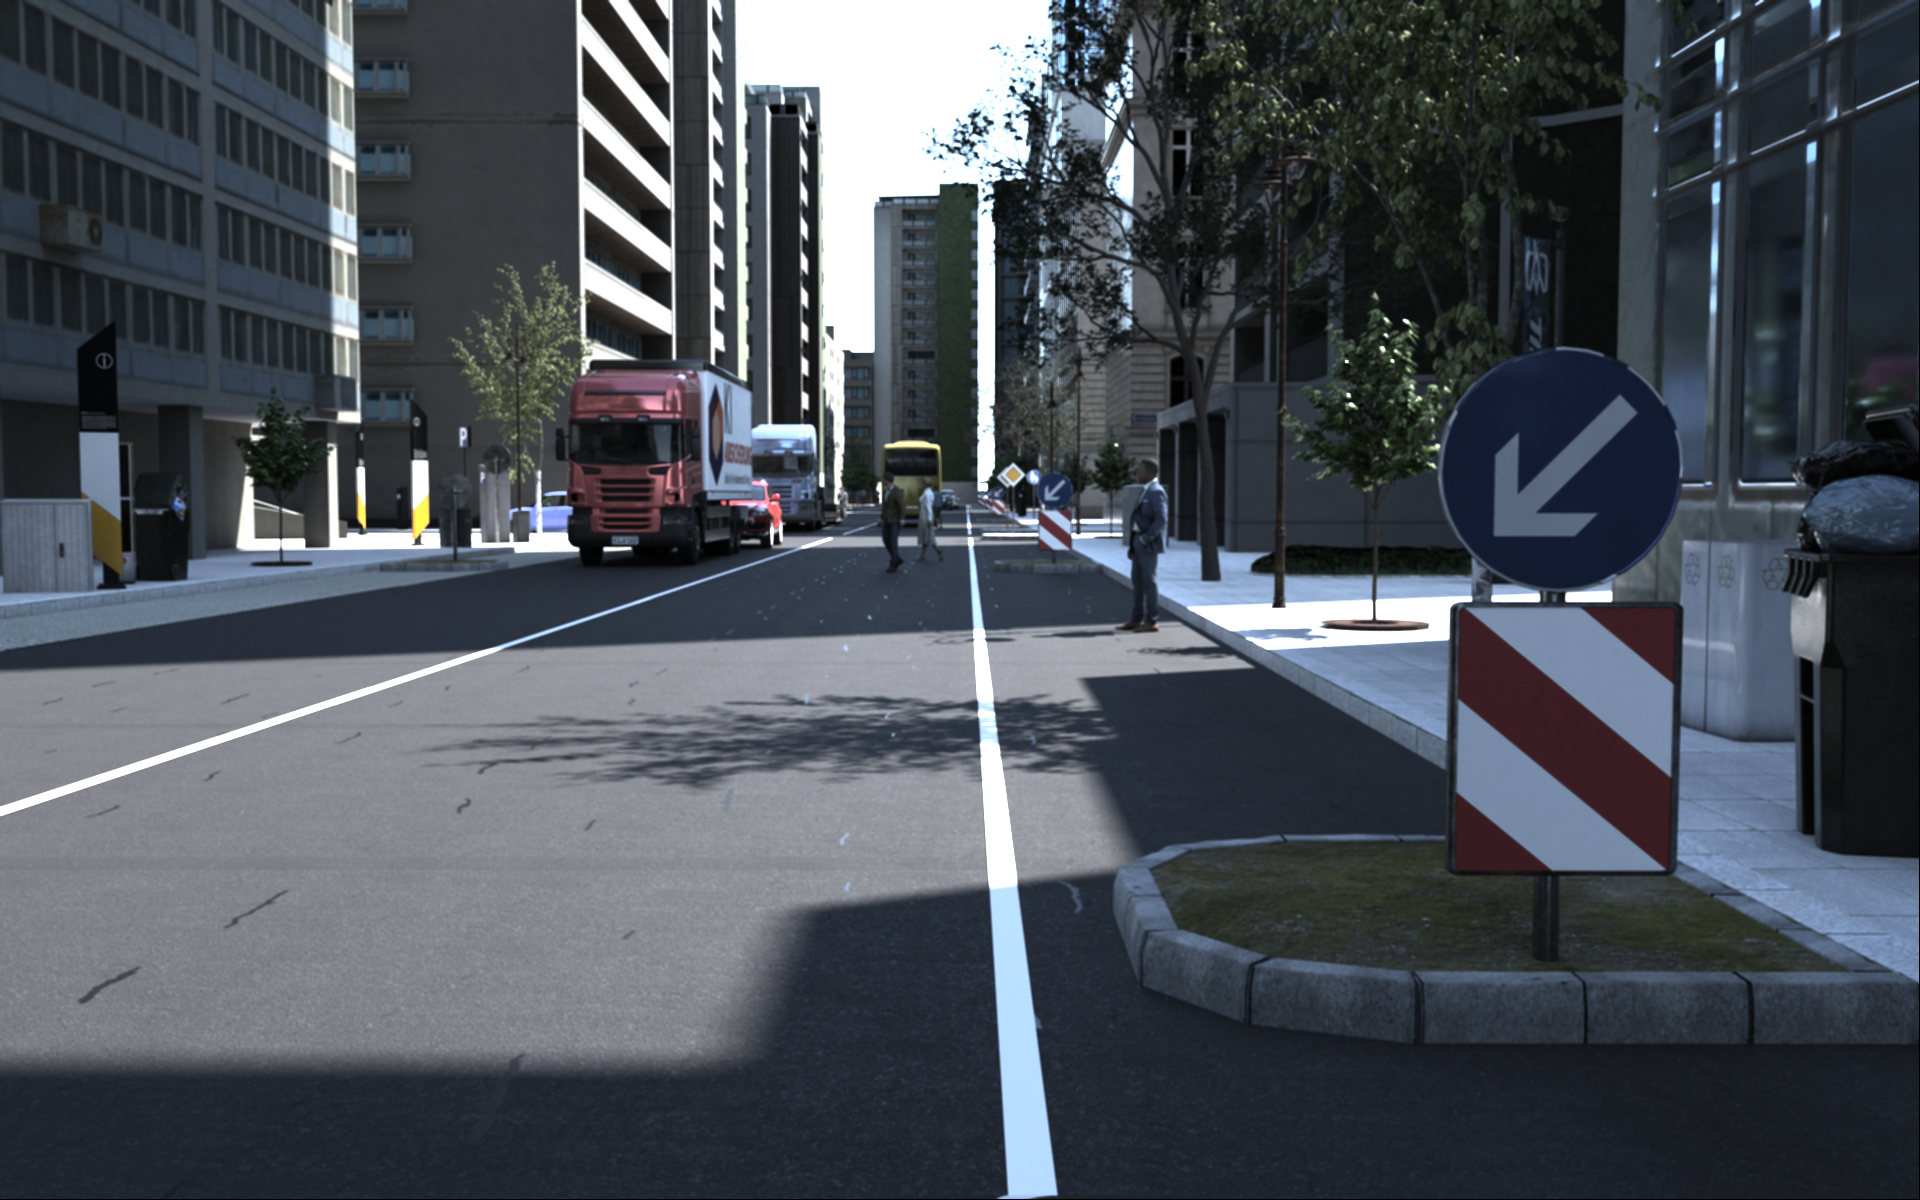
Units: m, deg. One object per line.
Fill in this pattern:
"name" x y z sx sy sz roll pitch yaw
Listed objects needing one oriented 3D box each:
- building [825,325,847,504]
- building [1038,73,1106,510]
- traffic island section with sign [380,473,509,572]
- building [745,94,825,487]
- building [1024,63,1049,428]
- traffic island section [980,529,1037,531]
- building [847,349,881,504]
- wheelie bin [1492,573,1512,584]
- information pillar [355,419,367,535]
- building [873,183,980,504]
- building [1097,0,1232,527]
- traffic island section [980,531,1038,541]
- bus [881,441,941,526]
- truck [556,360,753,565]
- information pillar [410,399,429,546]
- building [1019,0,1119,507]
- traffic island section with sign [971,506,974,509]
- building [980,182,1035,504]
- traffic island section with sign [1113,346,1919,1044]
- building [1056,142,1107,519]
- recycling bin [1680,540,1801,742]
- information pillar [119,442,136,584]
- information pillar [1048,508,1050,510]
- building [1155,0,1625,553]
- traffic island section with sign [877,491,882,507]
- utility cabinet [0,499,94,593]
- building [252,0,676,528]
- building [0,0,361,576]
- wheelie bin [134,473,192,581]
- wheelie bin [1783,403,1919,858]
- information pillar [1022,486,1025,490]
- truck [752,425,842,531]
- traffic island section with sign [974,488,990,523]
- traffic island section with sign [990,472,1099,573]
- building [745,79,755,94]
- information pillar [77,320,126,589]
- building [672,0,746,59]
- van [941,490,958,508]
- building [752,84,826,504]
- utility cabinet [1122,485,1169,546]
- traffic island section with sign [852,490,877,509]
"building" -28.760 -21.652 199.046 28.899 21.520 27.650 0 4 0
"building" 11.658 -21.094 122.376 11.434 29.767 29.804 0 4 0
"traffic island section with sign" -9.639 -1.471 32.672 1.989 1.847 2.006 0 4 0
"building" -17.675 -21.835 128.711 14.160 30.474 14.107 0 4 0
"building" 18.681 -35.239 195.773 23.786 49.044 30.456 0 4 0
"traffic island section" 1.725 -2.460 62.509 2.009 0.180 2.903 0 4 0
"building" -25.881 -23.911 235.979 28.899 21.520 27.650 0 4 0
"wheelie bin" 7.742 -1.040 24.911 0.693 1.594 0.980 0 4 7
"information pillar" -18.633 -3.821 53.820 0.183 3.616 0.504 0 4 0
"building" -4.407 -33.418 229.976 14.086 41.232 14.154 0 4 0
"building" 23.312 -15.340 69.889 34.723 24.649 14.460 0 4 0
"traffic island section" 1.698 -1.972 54.524 2.009 0.180 2.903 0 4 0
"bus" -2.219 -5.381 79.528 2.896 3.916 12.252 0 4 -1
"truck" -6.494 -3.031 38.466 2.839 4.237 11.283 0 3 0
"information pillar" -13.361 -3.145 42.784 0.183 3.616 0.504 2 4 30
"building" 17.182 -52.034 163.428 22.319 86.520 31.000 0 4 0
"traffic island section with sign" 1.910 -6.540 115.557 1.989 1.847 2.006 0 4 0
"building" 17.083 -35.381 233.101 28.867 44.769 22.147 0 4 0
"traffic island section with sign" 1.518 0.194 5.456 1.989 1.847 2.006 0 4 0
"building" 10.710 -15.216 97.933 9.793 20.994 18.267 0 4 0
"recycling bin" 4.363 0.199 9.294 0.722 1.027 0.722 0 4 -3
"information pillar" -11.940 -1.235 24.680 0.304 2.012 0.304 -1 4 -21
"information pillar" 4.108 -4.406 76.534 0.304 2.012 0.304 2 4 30
"building" 16.138 -36.823 40.316 20.563 71.187 20.611 0 4 0
"traffic island section with sign" -9.084 -11.178 191.389 1.989 1.847 2.006 0 4 0
"utility cabinet" -11.903 -0.699 22.597 1.020 1.237 0.306 -1 4 -16
"building" -24.652 -27.516 73.594 21.300 48.544 21.600 0 4 0
"building" -26.135 -20.966 34.671 23.993 40.220 32.217 0 4 0
"wheelie bin" -11.892 -1.090 25.736 0.980 1.594 0.693 0 4 5
"wheelie bin" 3.381 0.099 6.293 0.693 1.594 0.980 1 4 14
"information pillar" 4.828 -8.612 132.159 0.183 3.616 0.504 1 4 16
"truck" -6.810 -5.106 73.246 2.967 4.110 18.799 0 4 0
"traffic island section with sign" 1.817 -4.837 87.719 1.989 1.847 2.006 0 4 0
"traffic island section with sign" 1.627 -1.455 32.411 1.989 1.847 2.006 0 4 0
"building" -29.925 -27.972 149.223 32.217 40.220 23.993 0 4 0
"information pillar" -11.557 -1.954 23.295 0.504 3.616 0.183 -2 4 -32
"building" -20.882 -25.831 105.933 14.154 41.232 14.086 0 4 0
"van" -1.269 -10.493 178.565 2.013 2.044 4.112 0 4 2
"building" -20.669 -29.664 168.593 14.154 41.232 14.086 0 4 0
"utility cabinet" 4.525 -2.059 42.342 1.173 1.500 0.318 3 5 40
"traffic island section with sign" -9.185 -9.529 164.434 1.989 1.847 2.006 0 4 0
